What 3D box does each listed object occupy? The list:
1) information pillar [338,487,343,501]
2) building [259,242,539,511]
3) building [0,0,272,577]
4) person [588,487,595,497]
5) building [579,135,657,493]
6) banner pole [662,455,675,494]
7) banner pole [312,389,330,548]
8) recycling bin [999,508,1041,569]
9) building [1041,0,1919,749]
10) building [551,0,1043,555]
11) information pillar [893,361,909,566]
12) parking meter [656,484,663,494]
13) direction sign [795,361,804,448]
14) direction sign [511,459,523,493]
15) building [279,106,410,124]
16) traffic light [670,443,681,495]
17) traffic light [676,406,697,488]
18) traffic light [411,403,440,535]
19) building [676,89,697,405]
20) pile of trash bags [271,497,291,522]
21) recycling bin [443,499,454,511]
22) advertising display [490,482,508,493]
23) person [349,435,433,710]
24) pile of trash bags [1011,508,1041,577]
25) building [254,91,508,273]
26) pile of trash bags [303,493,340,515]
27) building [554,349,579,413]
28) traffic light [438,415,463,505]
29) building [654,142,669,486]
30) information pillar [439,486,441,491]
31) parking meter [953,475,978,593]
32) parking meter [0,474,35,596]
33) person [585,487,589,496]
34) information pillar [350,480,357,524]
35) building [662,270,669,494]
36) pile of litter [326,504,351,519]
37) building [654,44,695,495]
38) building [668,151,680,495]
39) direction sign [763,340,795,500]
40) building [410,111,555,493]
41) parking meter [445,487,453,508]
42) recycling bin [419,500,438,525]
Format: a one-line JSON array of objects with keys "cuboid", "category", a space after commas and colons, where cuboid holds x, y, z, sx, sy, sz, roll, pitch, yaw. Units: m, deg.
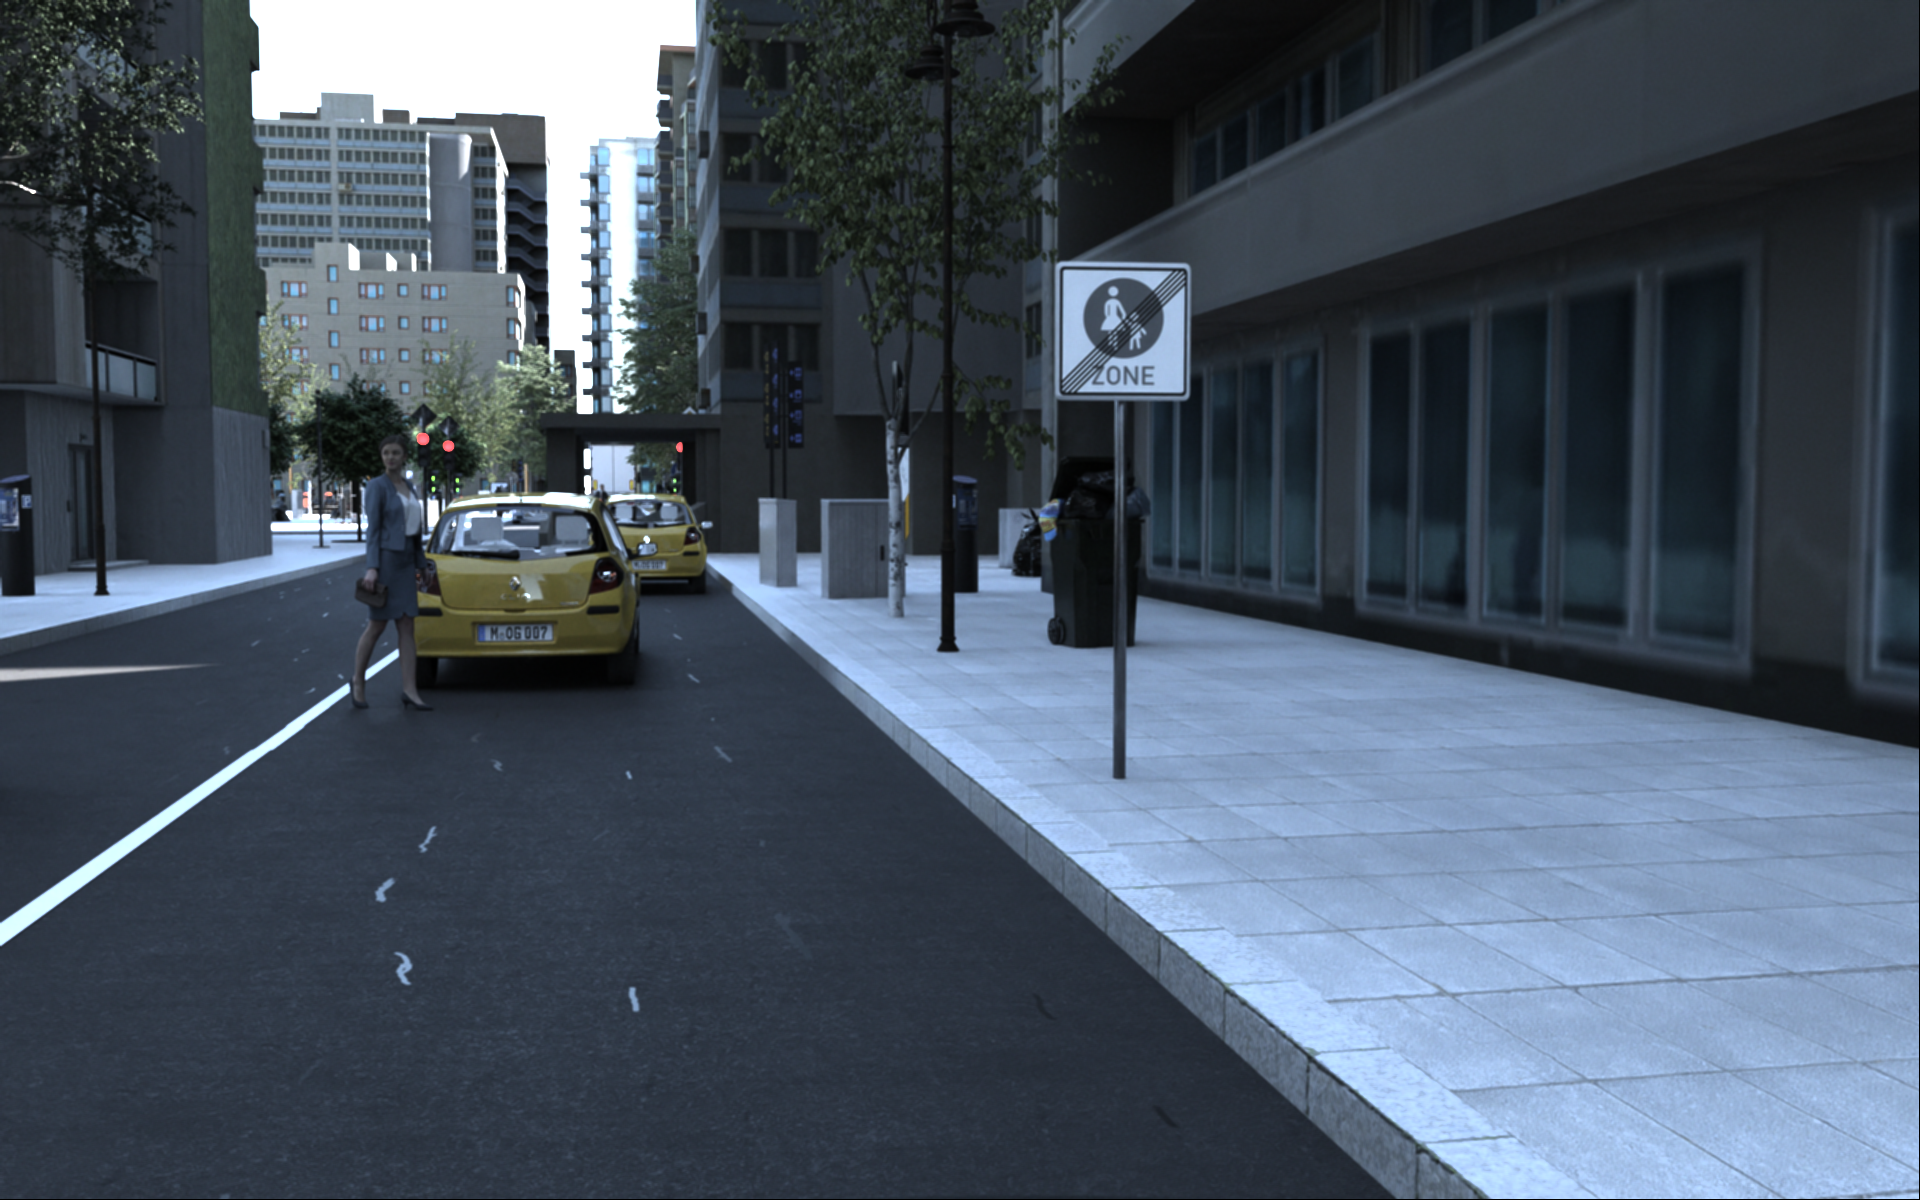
[{"cuboid": [-45.139, -7.442, 126.162, 0.304, 2.012, 0.304, 0, 4, -7], "category": "information pillar"}, {"cuboid": [-50.825, -18.485, 147.274, 27.650, 21.520, 28.899, -1, 4, -11], "category": "building"}, {"cuboid": [-20.148, -21.027, 27.391, 14.154, 41.232, 14.086, -1, 4, -11], "category": "building"}, {"cuboid": [-19.070, -4.921, 89.305, 0.599, 1.781, 0.374, 0, 4, -5], "category": "person"}, {"cuboid": [-35.231, -37.480, 232.412, 30.456, 49.044, 23.786, -1, 4, -11], "category": "building"}, {"cuboid": [-18.178, -7.252, 108.582, 0.863, 3.779, 0.401, 2, 4, 31], "category": "banner pole"}, {"cuboid": [-15.205, -3.129, 41.179, 0.401, 3.779, 0.863, -2, 4, -25], "category": "banner pole"}, {"cuboid": [1.098, -1.072, 30.075, 0.722, 1.027, 0.722, -1, 4, -12], "category": "recycling bin"}, {"cuboid": [13.526, -23.813, 13.051, 21.300, 48.544, 21.600, -1, 4, -11], "category": "building"}, {"cuboid": [5.901, -21.535, 43.975, 32.217, 40.220, 23.993, -1, 4, -11], "category": "building"}, {"cuboid": [-1.059, -2.418, 30.887, 0.183, 3.616, 0.504, 2, 4, 25], "category": "information pillar"}, {"cuboid": [-17.990, -5.990, 103.639, 0.255, 1.863, 0.399, 3, 5, 40], "category": "parking meter"}, {"cuboid": [-3.008, -2.308, 29.726, 0.876, 3.537, 0.379, 3, 4, 37], "category": "direction sign"}, {"cuboid": [-29.063, -7.441, 113.665, 0.379, 3.537, 0.876, 3, 4, 37], "category": "direction sign"}, {"cuboid": [-68.625, -33.435, 196.779, 14.200, 45.320, 14.600, -1, 4, -11], "category": "building"}, {"cuboid": [-10.158, -4.539, 63.128, 0.839, 4.253, 0.868, -1, 4, -11], "category": "traffic light"}, {"cuboid": [-8.631, -4.059, 55.290, 0.839, 4.253, 0.868, -1, 4, -11], "category": "traffic light"}, {"cuboid": [-16.590, -3.964, 53.729, 0.839, 4.253, 0.868, -1, 4, -11], "category": "traffic light"}, {"cuboid": [-13.257, -21.804, 128.191, 14.160, 30.474, 14.107, -1, 4, -11], "category": "building"}, {"cuboid": [-32.663, -4.312, 80.258, 3.447, 1.369, 1.912, 2, 4, 32], "category": "pile of trash bags"}, {"cuboid": [-25.523, -4.542, 86.821, 0.722, 1.027, 0.722, -2, 4, -23], "category": "recycling bin"}, {"cuboid": [-25.234, -5.483, 94.863, 0.974, 1.923, 0.123, -2, 4, -27], "category": "advertising display"}, {"cuboid": [-3.796, -0.184, 11.540, 0.654, 1.822, 0.581, 3, 4, 37], "category": "person"}, {"cuboid": [2.631, -1.068, 27.207, 3.447, 1.369, 1.912, -1, 4, -21], "category": "pile of trash bags"}, {"cuboid": [-58.208, -29.375, 172.161, 32.217, 40.220, 23.993, -1, 4, -11], "category": "building"}, {"cuboid": [-39.877, -5.974, 107.434, 1.912, 1.369, 3.447, 0, 4, 4], "category": "pile of trash bags"}, {"cuboid": [-65.451, -23.479, 228.919, 28.899, 21.520, 27.650, -1, 4, -11], "category": "building"}, {"cuboid": [-18.117, -4.443, 61.567, 0.839, 4.253, 0.868, -1, 4, -11], "category": "traffic light"}, {"cuboid": [-28.954, -31.891, 205.019, 14.154, 41.232, 14.086, -1, 4, -11], "category": "building"}, {"cuboid": [-26.872, -5.172, 89.047, 0.304, 2.012, 0.304, -2, 4, -26], "category": "information pillar"}, {"cuboid": [0.051, -0.867, 22.593, 0.372, 1.533, 0.369, 0, 3, 0], "category": "parking meter"}, {"cuboid": [-11.906, -0.822, 21.855, 0.372, 1.533, 0.369, 0, 3, 0], "category": "parking meter"}, {"cuboid": [-15.415, -3.843, 72.002, 0.598, 1.740, 0.731, 1, 4, 18], "category": "person"}, {"cuboid": [-26.066, -4.284, 74.543, 0.304, 2.012, 0.304, -1, 4, -23], "category": "information pillar"}, {"cuboid": [-25.803, -25.651, 191.101, 14.160, 30.474, 14.107, -1, 4, -11], "category": "building"}, {"cuboid": [-32.018, -4.652, 90.027, 1.719, 0.858, 1.176, -1, 4, -17], "category": "pile of litter"}, {"cuboid": [-18.518, -31.535, 170.229, 22.147, 44.769, 28.867, -1, 4, -11], "category": "building"}, {"cuboid": [-17.422, -23.055, 148.653, 14.160, 30.474, 14.107, -1, 4, -11], "category": "building"}, {"cuboid": [-2.820, -2.078, 25.971, 0.379, 3.537, 0.876, -1, 4, -20], "category": "direction sign"}, {"cuboid": [-54.389, -33.603, 199.522, 14.200, 45.320, 14.600, -1, 4, -11], "category": "building"}, {"cuboid": [-22.052, -4.222, 74.733, 0.255, 1.863, 0.399, 0, 4, 3], "category": "parking meter"}, {"cuboid": [-21.899, -3.575, 71.013, 0.722, 1.027, 0.722, 2, 4, 31], "category": "recycling bin"}]
